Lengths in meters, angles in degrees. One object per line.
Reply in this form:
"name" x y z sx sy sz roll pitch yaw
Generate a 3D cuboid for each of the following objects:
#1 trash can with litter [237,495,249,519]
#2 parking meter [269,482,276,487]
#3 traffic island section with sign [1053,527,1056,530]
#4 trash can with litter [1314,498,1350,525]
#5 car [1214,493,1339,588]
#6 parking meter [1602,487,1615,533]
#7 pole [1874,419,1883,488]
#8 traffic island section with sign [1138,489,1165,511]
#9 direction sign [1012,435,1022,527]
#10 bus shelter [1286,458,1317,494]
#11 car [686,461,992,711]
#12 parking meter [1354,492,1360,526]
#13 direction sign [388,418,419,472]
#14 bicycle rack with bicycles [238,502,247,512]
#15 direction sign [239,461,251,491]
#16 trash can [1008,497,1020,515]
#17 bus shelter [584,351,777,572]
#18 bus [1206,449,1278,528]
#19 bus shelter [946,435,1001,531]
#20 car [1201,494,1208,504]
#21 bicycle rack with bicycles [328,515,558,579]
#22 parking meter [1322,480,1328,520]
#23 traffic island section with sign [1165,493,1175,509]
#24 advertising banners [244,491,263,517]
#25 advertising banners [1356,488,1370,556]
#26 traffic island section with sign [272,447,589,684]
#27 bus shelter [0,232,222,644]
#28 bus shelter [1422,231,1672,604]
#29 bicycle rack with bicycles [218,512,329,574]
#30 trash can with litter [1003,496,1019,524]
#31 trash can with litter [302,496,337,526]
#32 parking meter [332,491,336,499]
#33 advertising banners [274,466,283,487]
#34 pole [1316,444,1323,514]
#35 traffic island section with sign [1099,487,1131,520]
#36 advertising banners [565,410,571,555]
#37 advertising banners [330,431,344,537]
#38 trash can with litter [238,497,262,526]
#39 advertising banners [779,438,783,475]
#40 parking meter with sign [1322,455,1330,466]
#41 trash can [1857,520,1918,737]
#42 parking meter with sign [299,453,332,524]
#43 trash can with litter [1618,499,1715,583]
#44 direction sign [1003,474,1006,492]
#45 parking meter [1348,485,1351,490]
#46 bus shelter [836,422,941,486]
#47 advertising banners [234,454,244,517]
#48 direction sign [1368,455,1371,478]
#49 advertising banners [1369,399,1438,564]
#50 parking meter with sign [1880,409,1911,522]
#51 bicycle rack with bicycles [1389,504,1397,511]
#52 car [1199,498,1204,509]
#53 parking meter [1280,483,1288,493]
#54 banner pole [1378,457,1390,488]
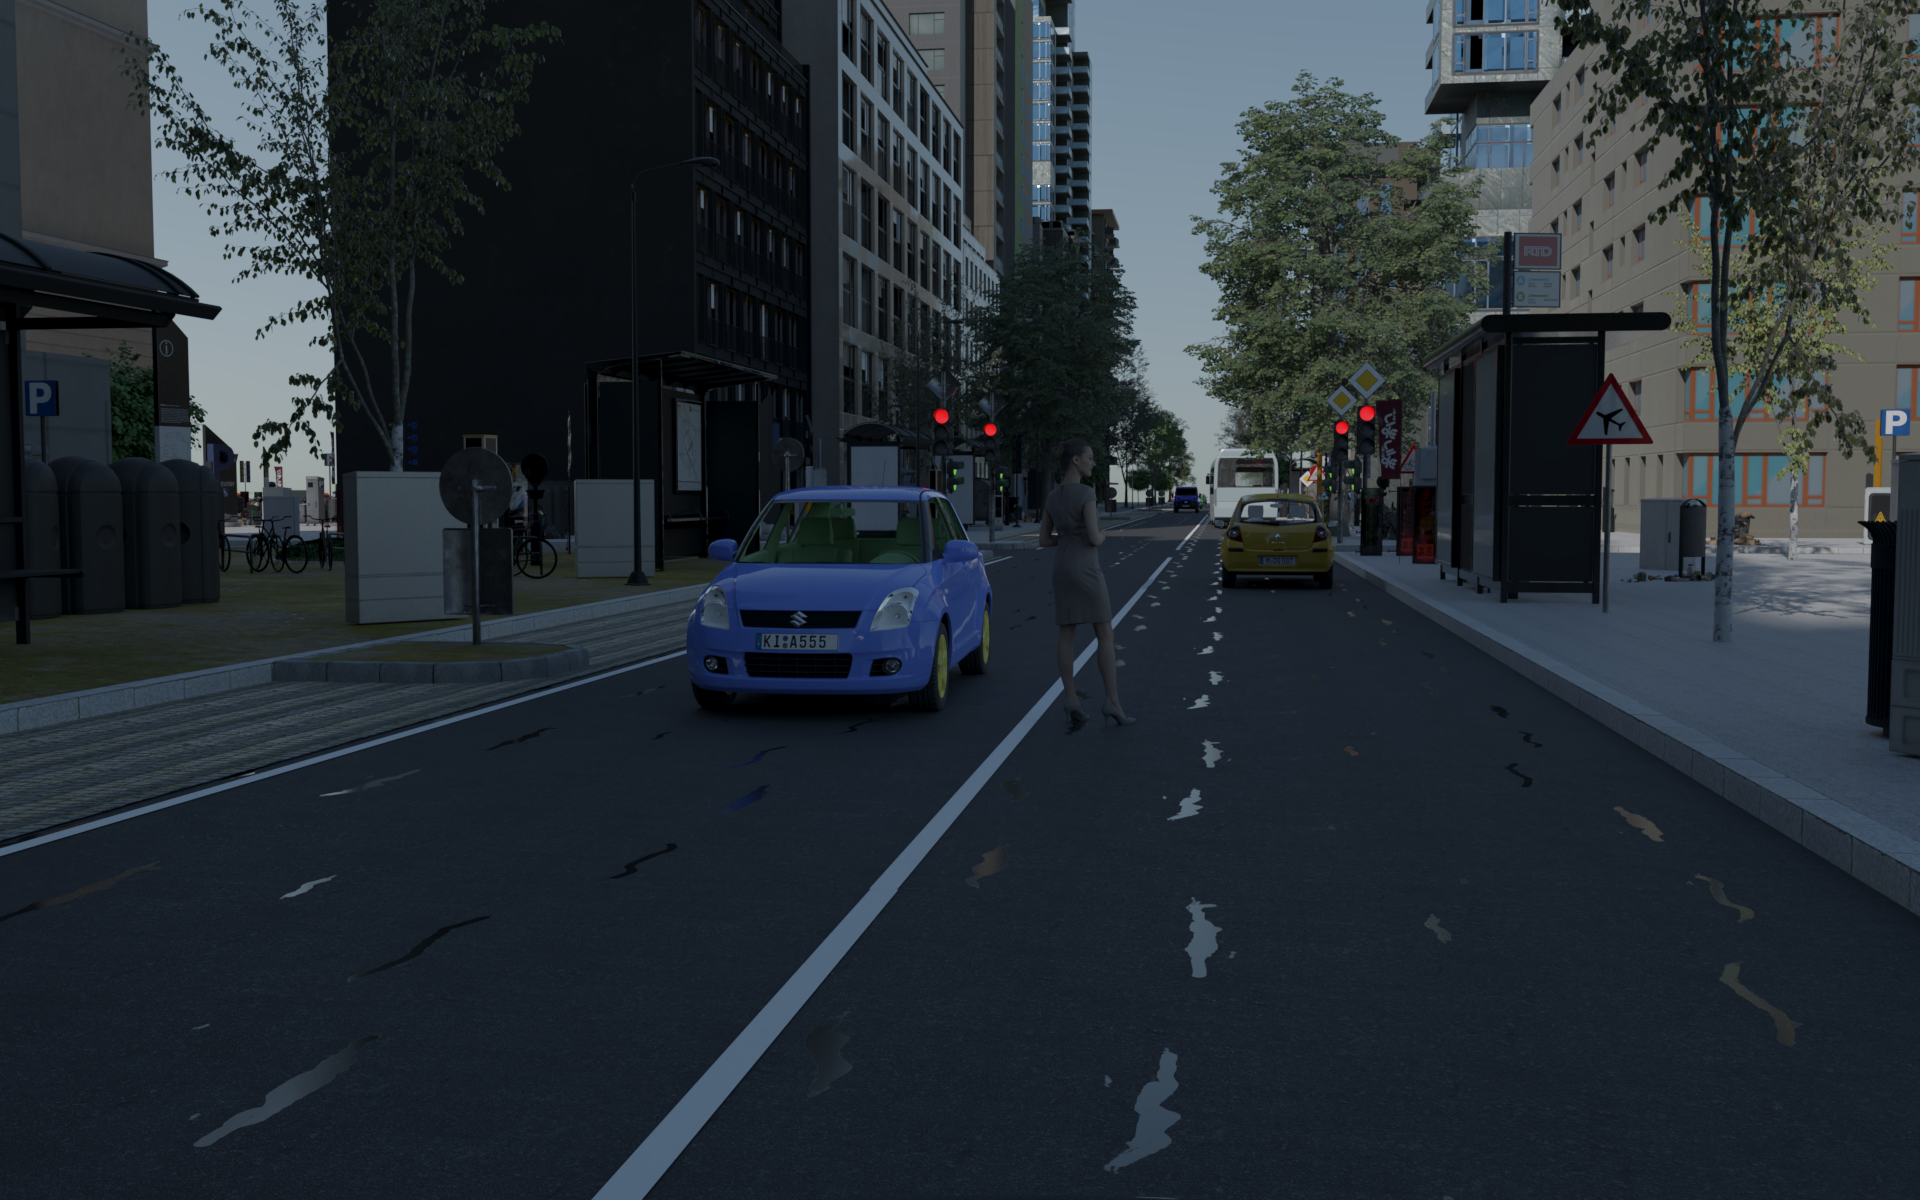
"trash can with litter" -36.838 -4.689 87.718 1.678 1.210 2.233 1 4 23
"parking meter" -33.519 -4.817 84.461 0.255 1.863 0.399 -1 4 -12
"traffic island section with sign" 4.267 -3.673 68.688 1.989 1.847 2.006 1 4 9
"trash can with litter" 15.223 -3.751 72.383 2.233 1.210 1.678 1 4 17
"car" 5.077 -1.076 27.811 2.015 1.641 3.980 1 4 10
"parking meter" 21.676 -3.027 57.899 0.372 1.533 0.369 0 3 0
"pole" 25.107 -3.274 47.375 0.158 3.312 0.155 0 3 0
"traffic island section with sign" 15.830 -8.286 144.110 1.989 1.847 2.006 1 4 9
"direction sign" 2.193 -4.565 66.640 0.379 3.537 0.876 -1 4 -20
"bus shelter" 19.789 -6.454 99.439 2.014 3.302 5.546 1 4 9
"car" -0.776 -0.186 12.635 1.945 1.707 3.694 0 4 8
"parking meter" 15.888 -3.741 69.574 0.372 1.533 0.369 0 3 0
"direction sign" -16.630 -3.658 51.799 0.876 3.537 0.379 0 4 -6
"bicycle rack with bicycles" -33.950 -4.051 79.612 2.852 0.926 2.925 -1 4 -18
"direction sign" -48.552 -7.687 117.679 0.379 3.537 0.876 2 4 25
"trash can" 2.597 -4.520 85.555 0.748 1.137 0.748 0 3 0
"bus shelter" -4.951 -2.469 31.645 1.731 3.624 6.357 1 4 9
"bus" 12.421 -5.001 76.620 2.948 3.499 13.247 0 4 7
"bus shelter" 0.122 -4.199 62.573 2.014 3.302 5.546 1 4 9
"car" 34.474 -14.568 247.973 2.009 1.686 4.222 0 4 7
"bicycle rack with bicycles" -7.498 -0.800 26.470 2.925 0.926 2.852 1 4 11
"parking meter" 14.790 -3.951 70.310 0.255 1.863 0.399 1 4 10
"traffic island section with sign" 19.943 -9.923 170.864 1.989 1.847 2.006 1 4 9
"advertising banners" -40.028 -6.163 96.959 2.074 3.025 0.090 0 4 -2
"advertising banners" 9.258 -2.425 35.833 2.074 3.025 0.090 0 4 2
"traffic island section with sign" -4.119 -0.327 13.973 1.989 1.847 2.006 1 4 9
"bus shelter" -7.680 -1.117 12.188 2.014 3.302 5.546 1 4 9
"bus shelter" 7.781 -2.856 24.321 2.179 5.291 8.768 1 4 9
"bicycle rack with bicycles" -11.256 -0.950 28.916 2.852 0.926 2.925 -3 4 -36
"trash can with litter" 1.741 -3.924 75.213 1.678 1.210 2.233 1 4 19
"trash can with litter" -25.520 -3.579 69.577 2.233 1.210 1.678 -1 4 -16
"parking meter" -43.881 -6.925 121.631 0.372 1.533 0.369 0 3 0
"advertising banners" -42.290 -6.934 109.561 2.074 3.025 0.090 -3 4 -36
"pole" 13.773 -4.436 66.364 0.158 3.312 0.155 0 3 0
"traffic island section with sign" 8.393 -5.318 95.569 1.989 1.847 2.006 1 4 9
"advertising banners" -8.363 -2.495 36.985 0.090 3.025 2.074 -1 4 -15
"advertising banners" -17.682 -3.247 49.282 0.090 3.025 2.074 -1 4 -9
"trash can with litter" -28.923 -3.610 70.407 1.055 1.170 0.624 0 3 0
"advertising banners" -6.306 -3.576 54.659 2.074 3.025 0.090 3 5 41
"parking meter with sign" 16.891 -4.968 77.481 0.543 3.016 1.738 -2 4 -33
"trash can" 5.118 0.156 9.099 0.748 1.137 0.748 0 3 0
"parking meter with sign" -27.704 -4.782 74.453 1.738 3.016 0.543 2 4 24
"trash can with litter" 10.560 -0.902 25.800 2.233 1.210 1.678 -2 4 -29
"direction sign" 3.111 -7.941 121.825 0.379 3.537 0.876 1 4 18
"parking meter" 21.073 -5.405 94.079 0.255 1.863 0.399 1 4 20
"bus shelter" -2.069 -3.512 51.352 2.014 3.302 5.546 1 4 9
"advertising banners" -31.736 -4.765 74.098 0.090 3.025 2.074 2 4 31
"direction sign" 20.069 -5.715 85.434 0.379 3.537 0.876 0 4 -8
"advertising banners" 8.564 -2.171 31.686 2.074 3.025 0.090 2 4 35
"parking meter with sign" 18.980 -2.355 34.770 0.543 3.016 1.738 1 4 13
"bicycle rack with bicycles" 15.955 -2.982 62.130 2.852 0.926 2.925 -3 5 -41
"car" 22.086 -9.495 164.036 1.959 1.807 4.718 0 4 8
"parking meter" 17.620 -5.420 94.327 0.255 1.863 0.399 -2 4 -35
"banner pole" 19.158 -5.412 78.504 0.401 3.779 0.863 -3 4 -37
